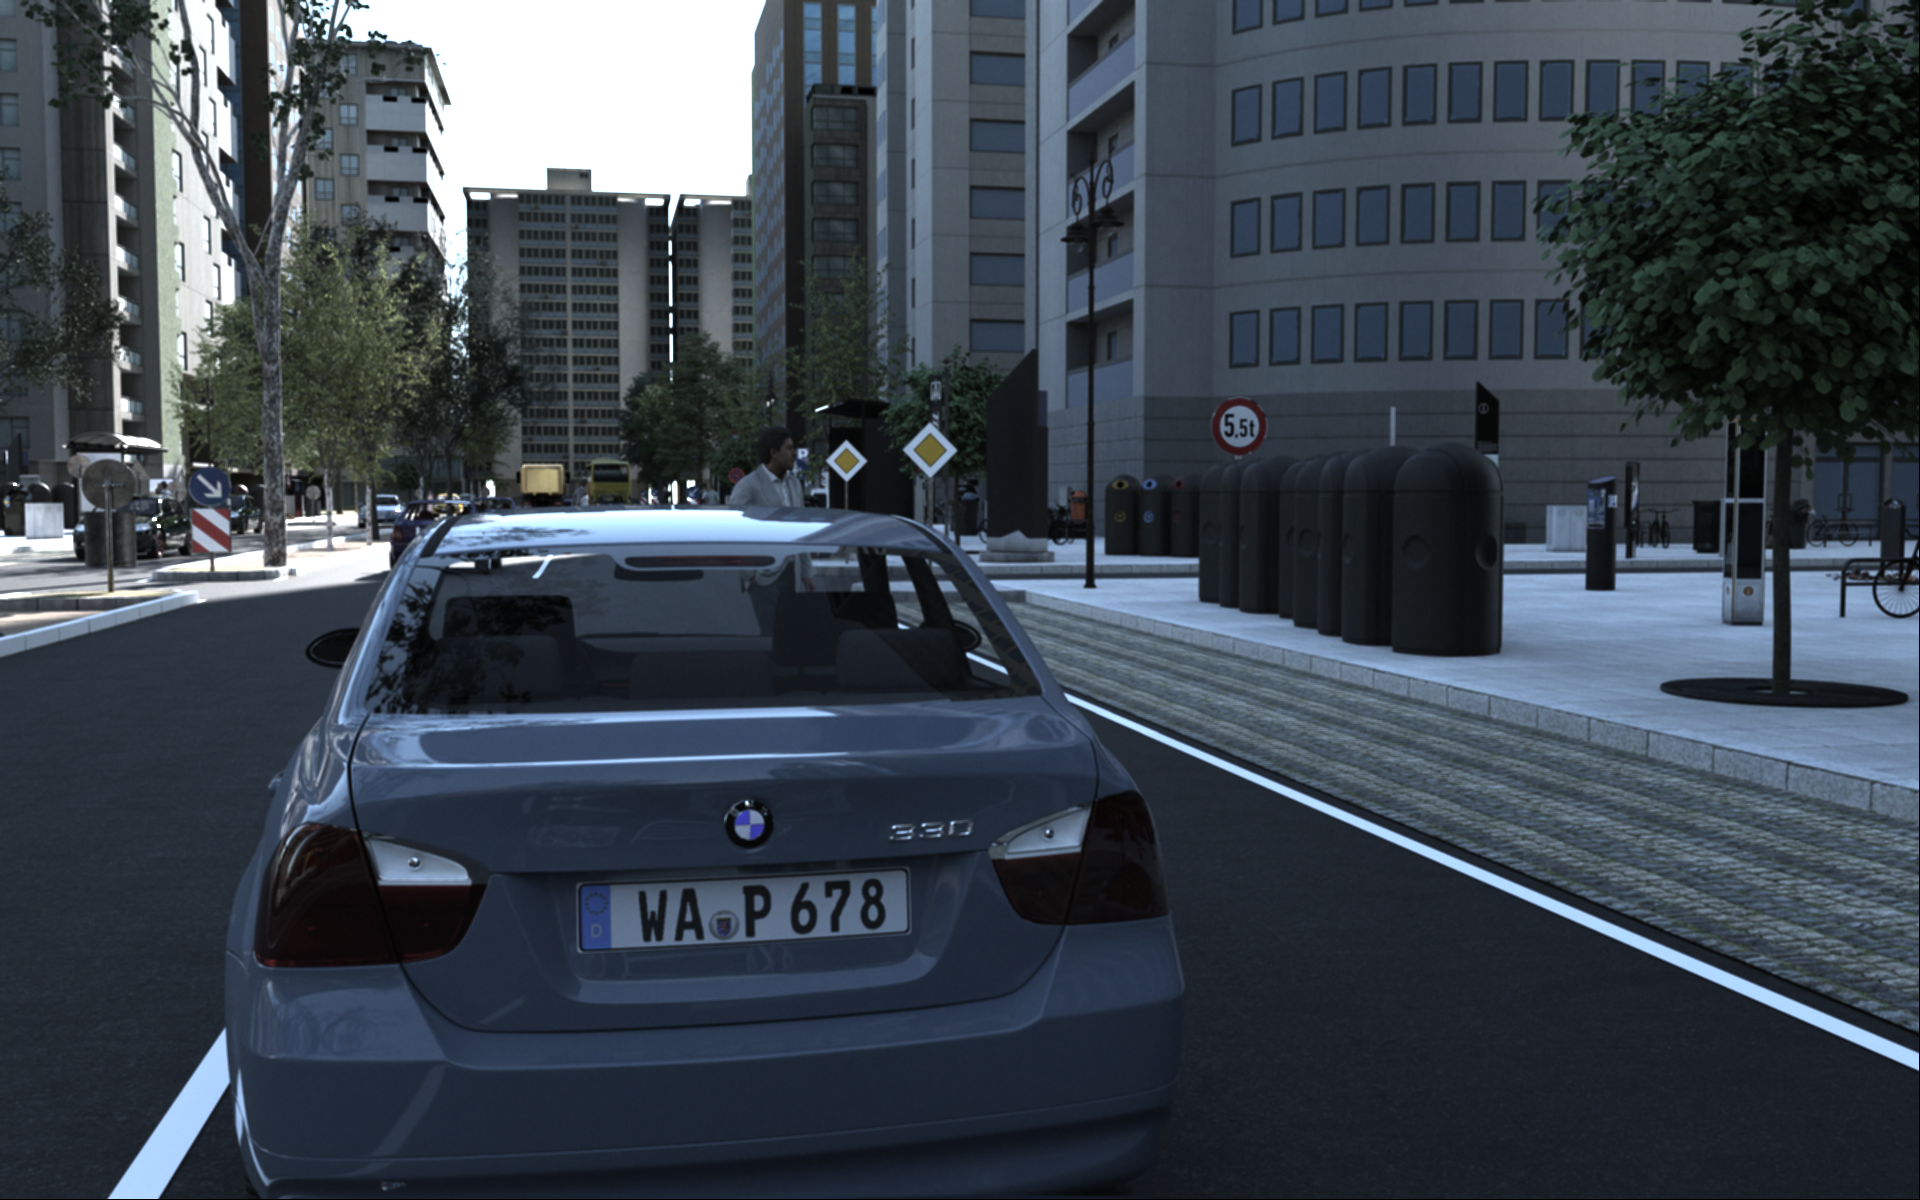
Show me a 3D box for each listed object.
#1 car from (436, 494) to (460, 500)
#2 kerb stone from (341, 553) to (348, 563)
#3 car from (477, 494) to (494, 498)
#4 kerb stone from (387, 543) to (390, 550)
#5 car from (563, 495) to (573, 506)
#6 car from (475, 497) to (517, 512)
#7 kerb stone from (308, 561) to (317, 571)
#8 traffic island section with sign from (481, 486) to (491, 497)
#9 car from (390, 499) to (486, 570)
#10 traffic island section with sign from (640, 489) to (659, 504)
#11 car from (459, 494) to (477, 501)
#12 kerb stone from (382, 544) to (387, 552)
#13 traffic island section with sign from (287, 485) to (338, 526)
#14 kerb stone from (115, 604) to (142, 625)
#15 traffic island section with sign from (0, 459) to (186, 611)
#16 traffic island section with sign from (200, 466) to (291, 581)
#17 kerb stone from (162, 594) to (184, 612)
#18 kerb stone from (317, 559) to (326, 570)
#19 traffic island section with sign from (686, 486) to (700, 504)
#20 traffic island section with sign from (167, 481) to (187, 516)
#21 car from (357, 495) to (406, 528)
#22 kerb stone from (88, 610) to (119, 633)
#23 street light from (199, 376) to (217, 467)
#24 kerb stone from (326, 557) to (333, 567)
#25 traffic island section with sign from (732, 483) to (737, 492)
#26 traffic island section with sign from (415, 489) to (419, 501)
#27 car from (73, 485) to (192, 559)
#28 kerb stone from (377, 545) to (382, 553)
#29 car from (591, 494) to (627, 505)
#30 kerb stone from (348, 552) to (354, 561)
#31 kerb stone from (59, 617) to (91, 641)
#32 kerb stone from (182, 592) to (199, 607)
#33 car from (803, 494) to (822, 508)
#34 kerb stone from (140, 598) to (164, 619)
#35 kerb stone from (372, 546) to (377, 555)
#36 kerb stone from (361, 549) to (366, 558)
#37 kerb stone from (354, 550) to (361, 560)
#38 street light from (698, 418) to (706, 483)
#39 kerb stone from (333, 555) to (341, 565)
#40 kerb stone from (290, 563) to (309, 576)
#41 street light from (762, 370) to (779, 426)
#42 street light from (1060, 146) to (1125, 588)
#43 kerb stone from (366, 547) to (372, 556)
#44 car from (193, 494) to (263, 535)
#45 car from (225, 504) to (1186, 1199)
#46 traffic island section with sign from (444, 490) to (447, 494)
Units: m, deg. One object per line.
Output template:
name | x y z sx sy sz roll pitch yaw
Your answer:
car | -32.630 -6.122 110.325 2.015 1.641 3.980 -1 4 -12
kerb stone | -12.884 -0.839 35.919 0.120 0.150 1.000 -1 4 -12
car | -44.659 -9.260 163.192 2.131 1.459 4.920 -1 4 -12
kerb stone | -14.595 -1.330 43.943 0.120 0.150 1.000 -1 4 -12
car | -39.938 -10.057 177.018 1.945 1.354 3.894 -1 4 -11
car | -14.763 -2.591 54.943 1.945 1.354 3.894 -1 4 -14
kerb stone | -12.040 -0.594 31.903 0.120 0.150 1.000 -1 4 -12
traffic island section with sign | -28.244 -5.791 102.823 2.006 1.907 1.989 -1 4 -12
car | -9.535 -1.206 32.304 1.945 1.354 3.894 -1 4 -10
traffic island section with sign | -23.306 -7.511 131.433 1.989 1.847 2.006 -1 4 -12
car | -39.908 -7.855 140.229 2.131 1.459 4.920 -1 4 -13
kerb stone | -14.384 -1.268 42.940 0.120 0.150 1.000 -1 4 -12
traffic island section with sign | -29.442 -4.296 78.861 1.989 1.847 2.006 -1 4 -12
kerb stone | -9.340 0.176 19.313 0.120 0.150 1.000 -1 4 -12
traffic island section with sign | -11.013 -0.853 22.089 2.006 1.907 1.989 -1 4 -12
traffic island section with sign | -12.550 -1.297 29.335 2.006 1.907 1.989 -1 4 -12
kerb stone | -9.767 0.054 21.319 0.120 0.150 1.000 -1 4 -12
kerb stone | -12.245 -0.655 32.912 0.120 0.150 1.000 -1 4 -12
traffic island section with sign | -12.828 -4.508 82.334 1.989 1.847 2.006 -1 4 -12
traffic island section with sign | -23.805 -2.680 52.449 1.989 1.847 2.006 -1 4 -12
car | -24.951 -3.843 74.839 2.014 1.417 4.499 -1 4 -14
kerb stone | -9.125 0.240 18.314 0.120 0.150 1.000 -1 4 -12
street light | -29.544 -5.834 68.168 0.468 5.910 1.993 -1 4 -12
kerb stone | -12.463 -0.714 33.911 0.120 0.150 1.000 -1 4 -12
traffic island section with sign | -7.204 -2.896 55.969 1.989 1.847 2.006 -1 4 -12
traffic island section with sign | -39.922 -7.300 127.981 1.989 1.847 2.006 -1 4 -12
car | -18.732 -1.807 39.327 2.009 1.686 4.222 -1 4 -10
kerb stone | -14.175 -1.208 41.940 0.120 0.150 1.000 -1 4 -12
car | -19.353 -5.248 95.591 2.009 1.686 4.222 -1 4 -13
kerb stone | -13.096 -0.901 36.924 0.120 0.150 1.000 -1 4 -12
kerb stone | -8.914 0.306 17.307 0.120 0.150 1.000 -1 4 -12
kerb stone | -9.984 -0.005 22.318 0.120 0.150 1.000 -1 4 -12
car | -3.987 -1.838 39.840 2.009 1.686 4.222 -1 4 -11
kerb stone | -9.555 0.115 20.319 0.120 0.150 1.000 -1 4 -12
kerb stone | -13.956 -1.142 40.934 0.120 0.150 1.000 -1 4 -12
kerb stone | -13.528 -1.023 38.925 0.120 0.150 1.000 -1 4 -12
kerb stone | -13.312 -0.962 37.925 0.120 0.150 1.000 -1 4 -12
street light | -15.740 -8.108 105.357 0.468 5.910 1.993 -1 4 -12
kerb stone | -12.669 -0.775 34.916 0.120 0.150 1.000 -1 4 -12
kerb stone | -11.811 -0.526 30.907 0.120 0.150 1.000 -1 4 -12
street light | -7.072 -5.624 64.736 0.468 5.910 1.993 -1 4 -12
street light | 1.778 -3.102 23.503 0.468 5.910 1.993 -1 4 -12
kerb stone | -13.740 -1.083 39.935 0.120 0.150 1.000 -1 4 -12
car | -25.888 -3.145 61.211 2.009 1.686 4.222 -1 4 -10
car | -0.803 0.442 4.768 2.014 1.417 4.499 -1 4 -13
traffic island section with sign | -45.542 -8.912 154.346 1.989 1.847 2.006 -1 4 -12
